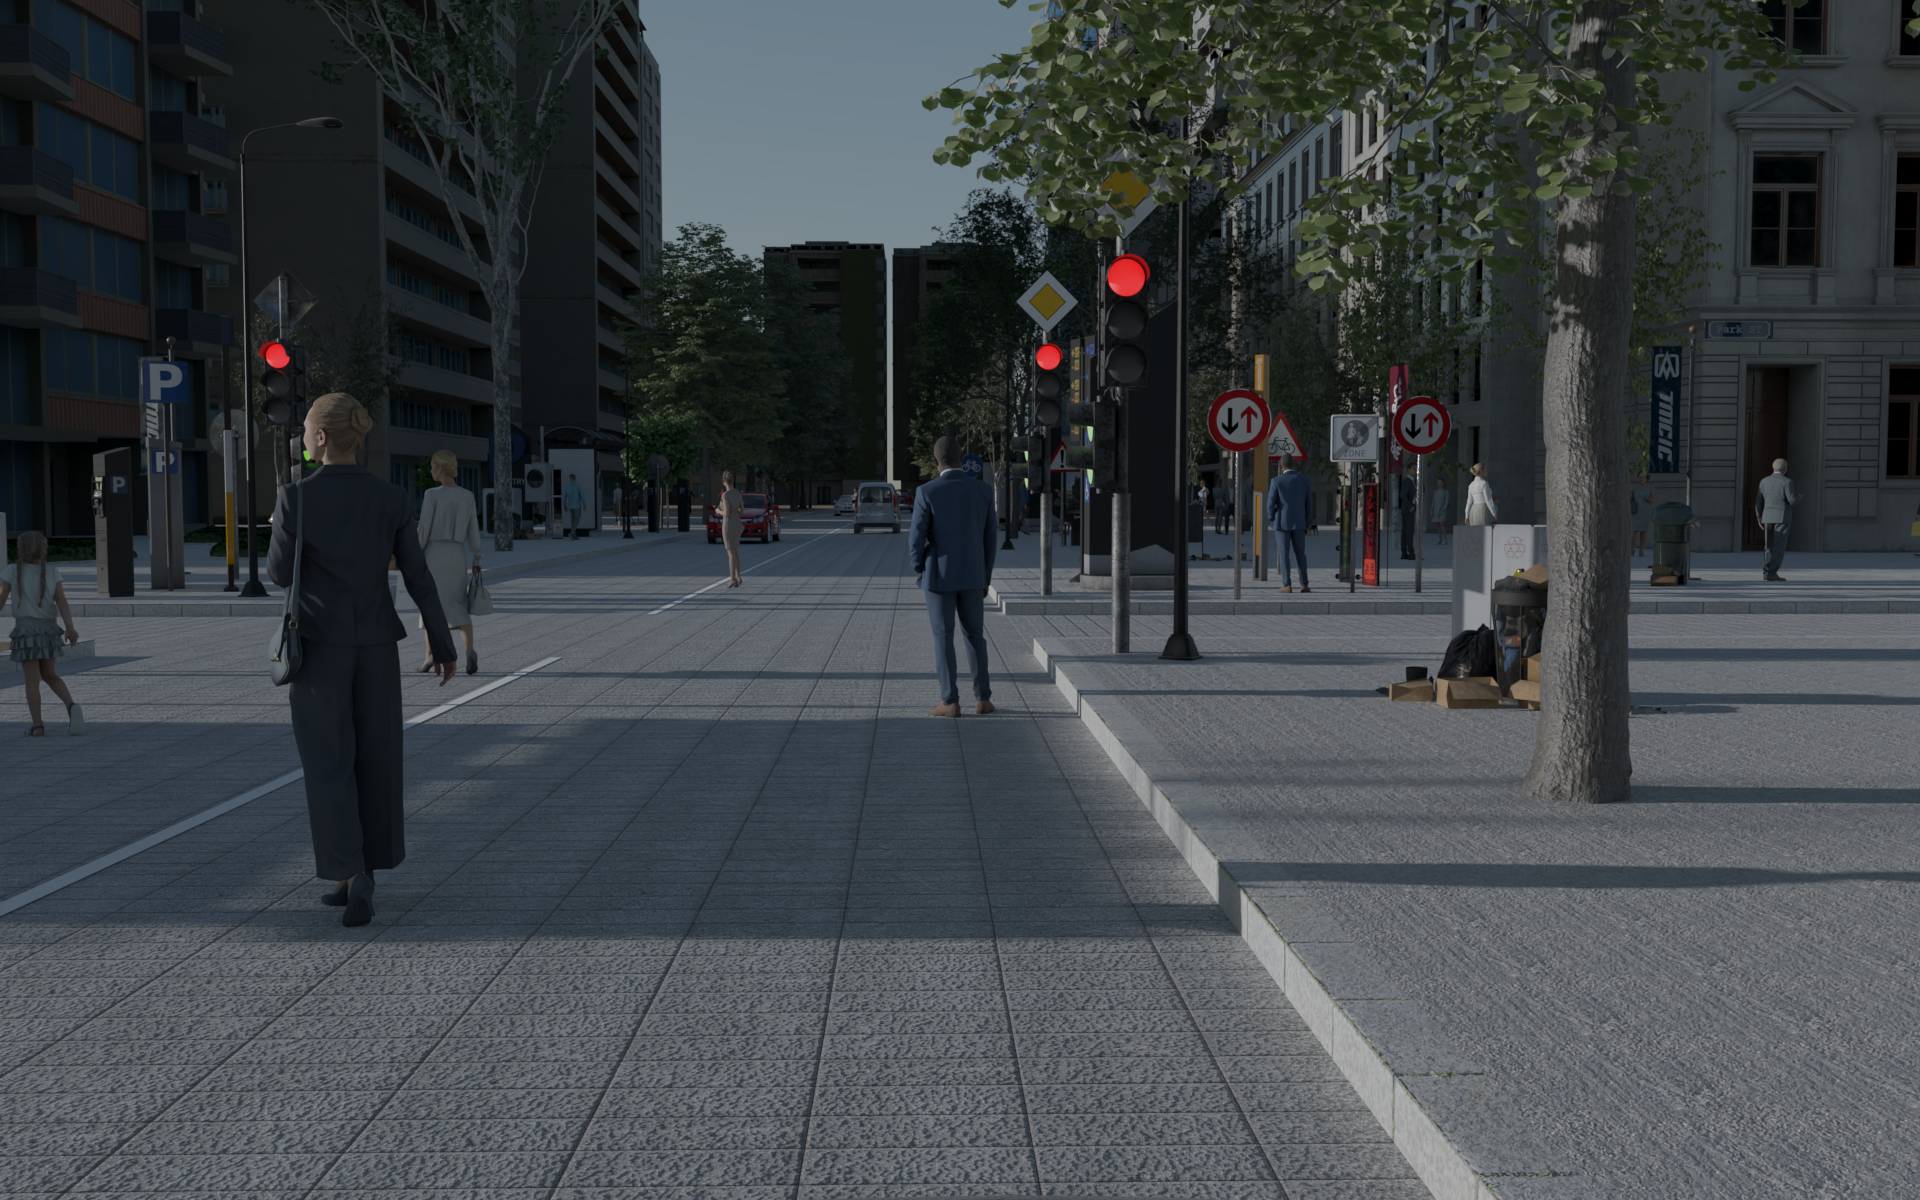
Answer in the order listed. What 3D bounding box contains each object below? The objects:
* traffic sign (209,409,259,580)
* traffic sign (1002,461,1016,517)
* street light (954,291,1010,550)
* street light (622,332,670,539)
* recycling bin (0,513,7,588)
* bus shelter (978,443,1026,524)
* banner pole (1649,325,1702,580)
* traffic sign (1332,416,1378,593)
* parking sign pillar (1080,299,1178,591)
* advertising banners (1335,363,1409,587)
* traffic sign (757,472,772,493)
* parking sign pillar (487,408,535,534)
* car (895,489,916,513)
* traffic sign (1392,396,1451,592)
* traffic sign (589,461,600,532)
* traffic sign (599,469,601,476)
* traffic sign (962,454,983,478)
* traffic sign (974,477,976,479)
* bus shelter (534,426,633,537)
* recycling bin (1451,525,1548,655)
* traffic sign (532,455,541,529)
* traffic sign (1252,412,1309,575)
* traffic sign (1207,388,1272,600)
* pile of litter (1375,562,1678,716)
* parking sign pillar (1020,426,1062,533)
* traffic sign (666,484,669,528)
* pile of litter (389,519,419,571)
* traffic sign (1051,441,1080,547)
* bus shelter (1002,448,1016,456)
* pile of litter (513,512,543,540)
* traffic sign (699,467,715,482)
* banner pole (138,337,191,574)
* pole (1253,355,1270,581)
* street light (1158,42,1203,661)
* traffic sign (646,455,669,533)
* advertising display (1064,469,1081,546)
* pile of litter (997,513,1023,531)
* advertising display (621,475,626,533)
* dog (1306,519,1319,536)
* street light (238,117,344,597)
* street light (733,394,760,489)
[{"bbox_3d":[-10.861,-1.579,25.923,0.768,2.556,0.104,0,4,4],"label":"traffic sign"},{"bbox_3d":[2.021,-4.118,67.439,0.768,2.556,0.104,0,4,3],"label":"traffic sign"},{"bbox_3d":[0.563,-4.118,39.863,1.470,5.913,1.316,0,4,-1],"label":"street light"},{"bbox_3d":[-9.013,-4.722,49.751,1.470,5.913,1.316,0,4,-1],"label":"street light"},{"bbox_3d":[-13.212,-0.651,23.192,0.722,1.027,0.722,-3,4,-36],"label":"recycling bin"},{"bbox_3d":[1.747,-4.701,70.789,2.014,3.302,5.546,0,4,-1],"label":"bus shelter"},{"bbox_3d":[10.646,-2.187,25.776,0.863,3.779,0.401,0,4,-4],"label":"banner pole"},{"bbox_3d":[5.093,-1.240,22.411,0.606,2.300,0.079,0,4,4],"label":"traffic sign"},{"bbox_3d":[2.366,-2.146,23.560,1.447,3.967,1.447,0,4,-5],"label":"parking sign pillar"},{"bbox_3d":[5.754,-1.715,24.232,0.090,3.025,2.074,-1,4,-13],"label":"advertising banners"},{"bbox_3d":[-10.819,-5.867,95.926,0.884,2.594,0.081,0,4,8],"label":"traffic sign"},{"bbox_3d":[-14.027,-4.005,53.962,1.447,3.967,1.447,0,4,-5],"label":"parking sign pillar"},{"bbox_3d":[-4.436,-7.492,131.168,2.281,1.827,5.304,0,4,0],"label":"car"},{"bbox_3d":[5.982,-1.372,22.534,0.768,2.556,0.104,0,4,-1],"label":"traffic sign"},{"bbox_3d":[-12.414,-3.533,57.863,0.768,2.556,0.104,0,4,0],"label":"traffic sign"},{"bbox_3d":[-14.218,-4.074,66.723,0.768,2.556,0.104,0,4,6],"label":"traffic sign"},{"bbox_3d":[0.354,-3.346,54.805,0.768,2.556,0.104,0,4,1],"label":"traffic sign"},{"bbox_3d":[0.335,-4.304,70.476,0.768,2.556,0.104,0,3,0],"label":"traffic sign"},{"bbox_3d":[-11.682,-3.682,54.131,2.014,3.302,5.546,0,4,-1],"label":"bus shelter"},{"bbox_3d":[4.442,-0.084,13.933,0.722,1.027,0.722,3,5,43],"label":"recycling bin"},{"bbox_3d":[-13.899,-3.431,56.204,0.768,2.556,0.104,0,4,2],"label":"traffic sign"},{"bbox_3d":[5.057,-1.675,27.389,0.884,2.594,0.081,0,4,4],"label":"traffic sign"},{"bbox_3d":[3.376,-1.277,20.993,0.768,2.556,0.104,0,4,6],"label":"traffic sign"},{"bbox_3d":[3.392,0.208,10.564,1.176,0.858,1.719,-2,4,-34],"label":"pile of litter"},{"bbox_3d":[2.757,-4.265,58.209,1.447,3.967,1.447,-2,4,-29],"label":"parking sign pillar"},{"bbox_3d":[-11.192,-4.047,66.278,0.768,2.556,0.104,0,4,4],"label":"traffic sign"},{"bbox_3d":[-9.648,-0.956,29.598,1.176,0.858,1.719,0,4,-3],"label":"pile of litter"},{"bbox_3d":[2.493,-2.582,42.217,0.884,2.594,0.081,0,4,6],"label":"traffic sign"},{"bbox_3d":[3.120,-5.927,88.187,1.731,3.624,6.357,0,4,-2],"label":"bus shelter"},{"bbox_3d":[-12.389,-2.143,49.010,1.176,0.858,1.719,0,4,-5],"label":"pile of litter"},{"bbox_3d":[-11.693,-4.886,79.996,0.768,2.556,0.104,0,4,4],"label":"traffic sign"},{"bbox_3d":[-12.761,-2.305,27.697,0.863,3.779,0.401,1,4,14],"label":"banner pole"},{"bbox_3d":[4.430,-1.934,25.466,0.158,3.312,0.155,0,3,0],"label":"pole"},{"bbox_3d":[1.176,-2.493,13.303,1.470,5.913,1.316,0,4,-1],"label":"street light"},{"bbox_3d":[-9.887,-3.460,56.676,0.768,2.556,0.104,0,4,6],"label":"traffic sign"},{"bbox_3d":[2.933,-2.317,43.099,0.974,1.923,0.123,-3,4,-39],"label":"advertising display"},{"bbox_3d":[1.825,-2.852,60.592,1.719,0.858,1.176,-2,4,-24],"label":"pile of litter"},{"bbox_3d":[-11.254,-3.228,57.999,0.123,1.923,0.974,-1,4,-10],"label":"advertising display"},{"bbox_3d":[10.899,-2.247,53.568,0.406,0.507,0.540,1,4,11],"label":"dog"},{"bbox_3d":[-8.298,-2.995,21.515,1.470,5.913,1.316,0,4,-1],"label":"street light"},{"bbox_3d":[-9.740,-6.510,78.979,1.470,5.913,1.316,0,4,-1],"label":"street light"}]
